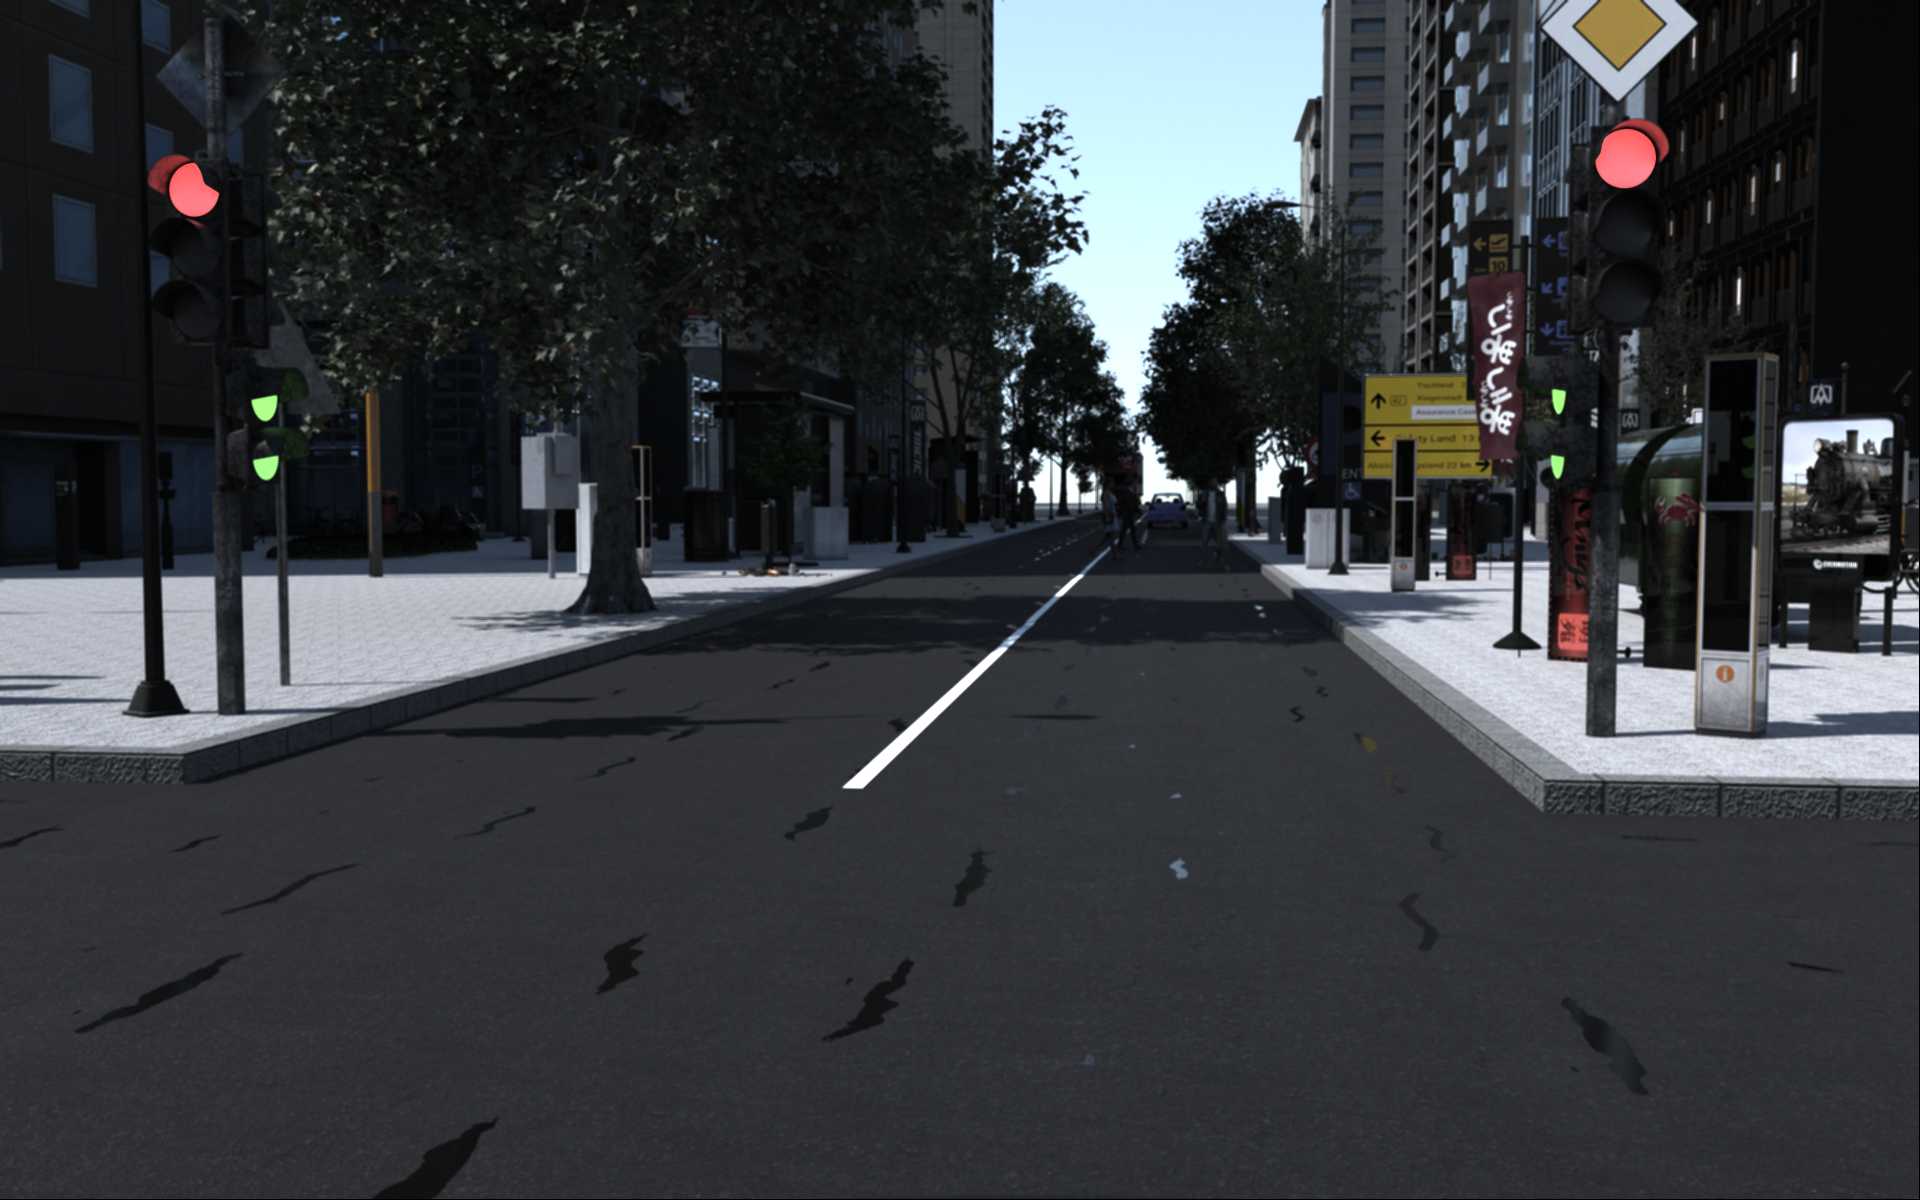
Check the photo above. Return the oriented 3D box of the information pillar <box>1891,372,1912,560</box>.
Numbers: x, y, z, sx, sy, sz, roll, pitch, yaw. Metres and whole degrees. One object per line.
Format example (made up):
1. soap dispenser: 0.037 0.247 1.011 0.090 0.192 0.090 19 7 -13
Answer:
1. information pillar: 18.000 -2.558 33.183 0.504 3.616 0.183 -2 4 -28

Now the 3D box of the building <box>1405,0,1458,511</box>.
1. building: 43.237 -42.284 129.600 20.563 71.187 20.611 0 4 7

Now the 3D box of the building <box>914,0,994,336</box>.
1. building: -4.127 -47.935 221.987 20.563 71.187 20.611 0 4 7

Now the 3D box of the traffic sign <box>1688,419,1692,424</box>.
1. traffic sign: 10.030 -1.290 23.218 0.606 2.300 0.079 1 4 14

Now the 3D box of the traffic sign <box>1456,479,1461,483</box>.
1. traffic sign: 8.700 -1.841 30.214 0.768 2.556 0.104 1 4 14

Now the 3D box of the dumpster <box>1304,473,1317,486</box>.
1. dumpster: 17.085 -4.915 82.855 1.502 2.255 1.985 0 4 7

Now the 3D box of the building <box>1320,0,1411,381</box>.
1. building: 51.587 -40.036 196.587 21.231 58.520 28.212 0 4 7

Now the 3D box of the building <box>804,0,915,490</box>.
1. building: -11.443 -29.719 136.009 14.600 45.320 14.200 0 4 7

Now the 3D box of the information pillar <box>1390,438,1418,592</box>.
1. information pillar: 5.825 -1.116 22.738 0.304 2.012 0.304 1 4 11

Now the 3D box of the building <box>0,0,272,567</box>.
1. building: -23.252 -23.351 31.901 14.600 45.320 14.200 0 4 7

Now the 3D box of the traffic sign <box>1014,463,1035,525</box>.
1. traffic sign: 2.676 -4.375 71.543 0.884 2.594 0.081 1 4 8

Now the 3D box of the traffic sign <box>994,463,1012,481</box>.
1. traffic sign: 1.758 -4.351 71.247 0.768 2.556 0.104 1 4 11

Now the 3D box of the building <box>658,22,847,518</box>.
1. building: -22.319 -31.293 100.873 28.713 52.752 27.495 0 4 7

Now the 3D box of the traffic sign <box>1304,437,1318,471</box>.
1. traffic sign: 7.972 -2.330 38.208 0.768 2.556 0.104 1 4 13

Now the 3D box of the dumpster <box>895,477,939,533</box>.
1. dumpster: -1.447 -3.175 57.672 1.264 1.857 1.865 0 4 7

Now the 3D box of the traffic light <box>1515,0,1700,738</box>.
1. traffic light: 3.381 -1.233 9.079 0.839 4.253 0.868 0 4 7

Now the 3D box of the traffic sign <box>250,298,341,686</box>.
1. traffic sign: -4.519 -0.705 11.526 0.884 2.594 0.081 1 4 15

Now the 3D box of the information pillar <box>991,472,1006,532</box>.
1. information pillar: 1.343 -3.308 58.578 0.304 2.012 0.304 2 4 31

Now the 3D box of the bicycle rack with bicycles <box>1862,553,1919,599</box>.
1. bicycle rack with bicycles: 12.619 -0.492 21.428 2.925 0.926 2.852 3 5 41

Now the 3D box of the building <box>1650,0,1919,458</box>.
1. building: 30.015 -13.678 53.311 12.332 23.373 15.834 0 4 7

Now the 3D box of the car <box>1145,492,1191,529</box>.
1. car: 8.782 -3.896 73.289 1.945 1.707 3.694 0 4 7

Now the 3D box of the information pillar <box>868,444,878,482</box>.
1. information pillar: -4.081 -5.498 81.247 0.504 3.616 0.183 0 4 -7

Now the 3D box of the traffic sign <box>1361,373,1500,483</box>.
1. traffic sign: 7.929 -2.162 29.227 2.265 3.308 0.079 1 4 12

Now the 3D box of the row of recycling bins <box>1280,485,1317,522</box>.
1. row of recycling bins: 15.864 -4.469 80.187 1.069 1.692 3.534 2 4 35

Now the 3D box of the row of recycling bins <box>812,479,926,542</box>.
1. row of recycling bins: -2.571 -2.423 46.733 3.534 1.692 1.069 1 4 21

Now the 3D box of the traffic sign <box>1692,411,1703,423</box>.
1. traffic sign: 9.083 -1.141 20.793 0.606 2.300 0.079 1 4 15

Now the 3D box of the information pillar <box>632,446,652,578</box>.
1. information pillar: -4.930 -1.350 26.569 0.304 2.012 0.304 1 4 15

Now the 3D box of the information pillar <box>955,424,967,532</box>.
1. information pillar: 0.014 -4.079 58.047 0.183 3.616 0.504 3 5 40

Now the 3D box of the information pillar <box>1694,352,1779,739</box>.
1. information pillar: 4.118 -0.287 9.191 0.304 2.012 0.304 3 4 38

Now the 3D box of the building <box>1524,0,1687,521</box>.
1. building: 31.706 -15.499 71.430 12.078 24.808 19.932 0 4 7

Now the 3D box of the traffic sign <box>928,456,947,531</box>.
1. traffic sign: -0.663 -3.633 59.409 0.884 2.594 0.081 1 4 12

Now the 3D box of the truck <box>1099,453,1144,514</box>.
1. truck: 11.315 -8.024 120.100 2.839 4.237 11.283 0 4 8

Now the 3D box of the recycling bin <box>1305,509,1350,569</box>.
1. recycling bin: 6.330 -1.059 29.861 0.722 1.027 0.722 1 4 10

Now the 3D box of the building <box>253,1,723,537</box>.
1. building: -21.985 -46.061 65.762 22.319 86.520 31.000 0 4 7

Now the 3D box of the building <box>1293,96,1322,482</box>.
1. building: 58.455 -38.849 224.421 28.713 52.752 27.495 0 4 7

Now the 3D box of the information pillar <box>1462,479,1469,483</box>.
1. information pillar: 23.864 -4.729 81.813 0.304 2.012 0.304 2 4 24

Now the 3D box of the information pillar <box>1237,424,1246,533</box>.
1. information pillar: 9.387 -4.067 57.852 0.183 3.616 0.504 -1 4 -14

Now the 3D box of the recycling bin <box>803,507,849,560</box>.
1. recycling bin: -2.628 -1.305 33.892 0.722 1.027 0.722 -2 4 -24

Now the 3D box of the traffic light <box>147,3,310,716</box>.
1. traffic light: -4.228 -1.288 9.972 0.839 4.253 0.868 0 4 7

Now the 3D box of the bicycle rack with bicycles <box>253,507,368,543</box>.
1. bicycle rack with bicycles: -16.890 -1.957 45.373 2.925 0.926 2.852 1 4 18

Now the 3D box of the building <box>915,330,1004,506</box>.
1. building: -10.061 -21.669 199.327 27.650 21.520 28.899 0 4 7

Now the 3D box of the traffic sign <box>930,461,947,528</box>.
1. traffic sign: -0.777 -3.988 65.303 0.768 2.556 0.104 1 4 14

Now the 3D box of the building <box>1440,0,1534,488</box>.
1. building: 41.779 -29.652 104.422 23.786 49.044 30.456 0 4 7
